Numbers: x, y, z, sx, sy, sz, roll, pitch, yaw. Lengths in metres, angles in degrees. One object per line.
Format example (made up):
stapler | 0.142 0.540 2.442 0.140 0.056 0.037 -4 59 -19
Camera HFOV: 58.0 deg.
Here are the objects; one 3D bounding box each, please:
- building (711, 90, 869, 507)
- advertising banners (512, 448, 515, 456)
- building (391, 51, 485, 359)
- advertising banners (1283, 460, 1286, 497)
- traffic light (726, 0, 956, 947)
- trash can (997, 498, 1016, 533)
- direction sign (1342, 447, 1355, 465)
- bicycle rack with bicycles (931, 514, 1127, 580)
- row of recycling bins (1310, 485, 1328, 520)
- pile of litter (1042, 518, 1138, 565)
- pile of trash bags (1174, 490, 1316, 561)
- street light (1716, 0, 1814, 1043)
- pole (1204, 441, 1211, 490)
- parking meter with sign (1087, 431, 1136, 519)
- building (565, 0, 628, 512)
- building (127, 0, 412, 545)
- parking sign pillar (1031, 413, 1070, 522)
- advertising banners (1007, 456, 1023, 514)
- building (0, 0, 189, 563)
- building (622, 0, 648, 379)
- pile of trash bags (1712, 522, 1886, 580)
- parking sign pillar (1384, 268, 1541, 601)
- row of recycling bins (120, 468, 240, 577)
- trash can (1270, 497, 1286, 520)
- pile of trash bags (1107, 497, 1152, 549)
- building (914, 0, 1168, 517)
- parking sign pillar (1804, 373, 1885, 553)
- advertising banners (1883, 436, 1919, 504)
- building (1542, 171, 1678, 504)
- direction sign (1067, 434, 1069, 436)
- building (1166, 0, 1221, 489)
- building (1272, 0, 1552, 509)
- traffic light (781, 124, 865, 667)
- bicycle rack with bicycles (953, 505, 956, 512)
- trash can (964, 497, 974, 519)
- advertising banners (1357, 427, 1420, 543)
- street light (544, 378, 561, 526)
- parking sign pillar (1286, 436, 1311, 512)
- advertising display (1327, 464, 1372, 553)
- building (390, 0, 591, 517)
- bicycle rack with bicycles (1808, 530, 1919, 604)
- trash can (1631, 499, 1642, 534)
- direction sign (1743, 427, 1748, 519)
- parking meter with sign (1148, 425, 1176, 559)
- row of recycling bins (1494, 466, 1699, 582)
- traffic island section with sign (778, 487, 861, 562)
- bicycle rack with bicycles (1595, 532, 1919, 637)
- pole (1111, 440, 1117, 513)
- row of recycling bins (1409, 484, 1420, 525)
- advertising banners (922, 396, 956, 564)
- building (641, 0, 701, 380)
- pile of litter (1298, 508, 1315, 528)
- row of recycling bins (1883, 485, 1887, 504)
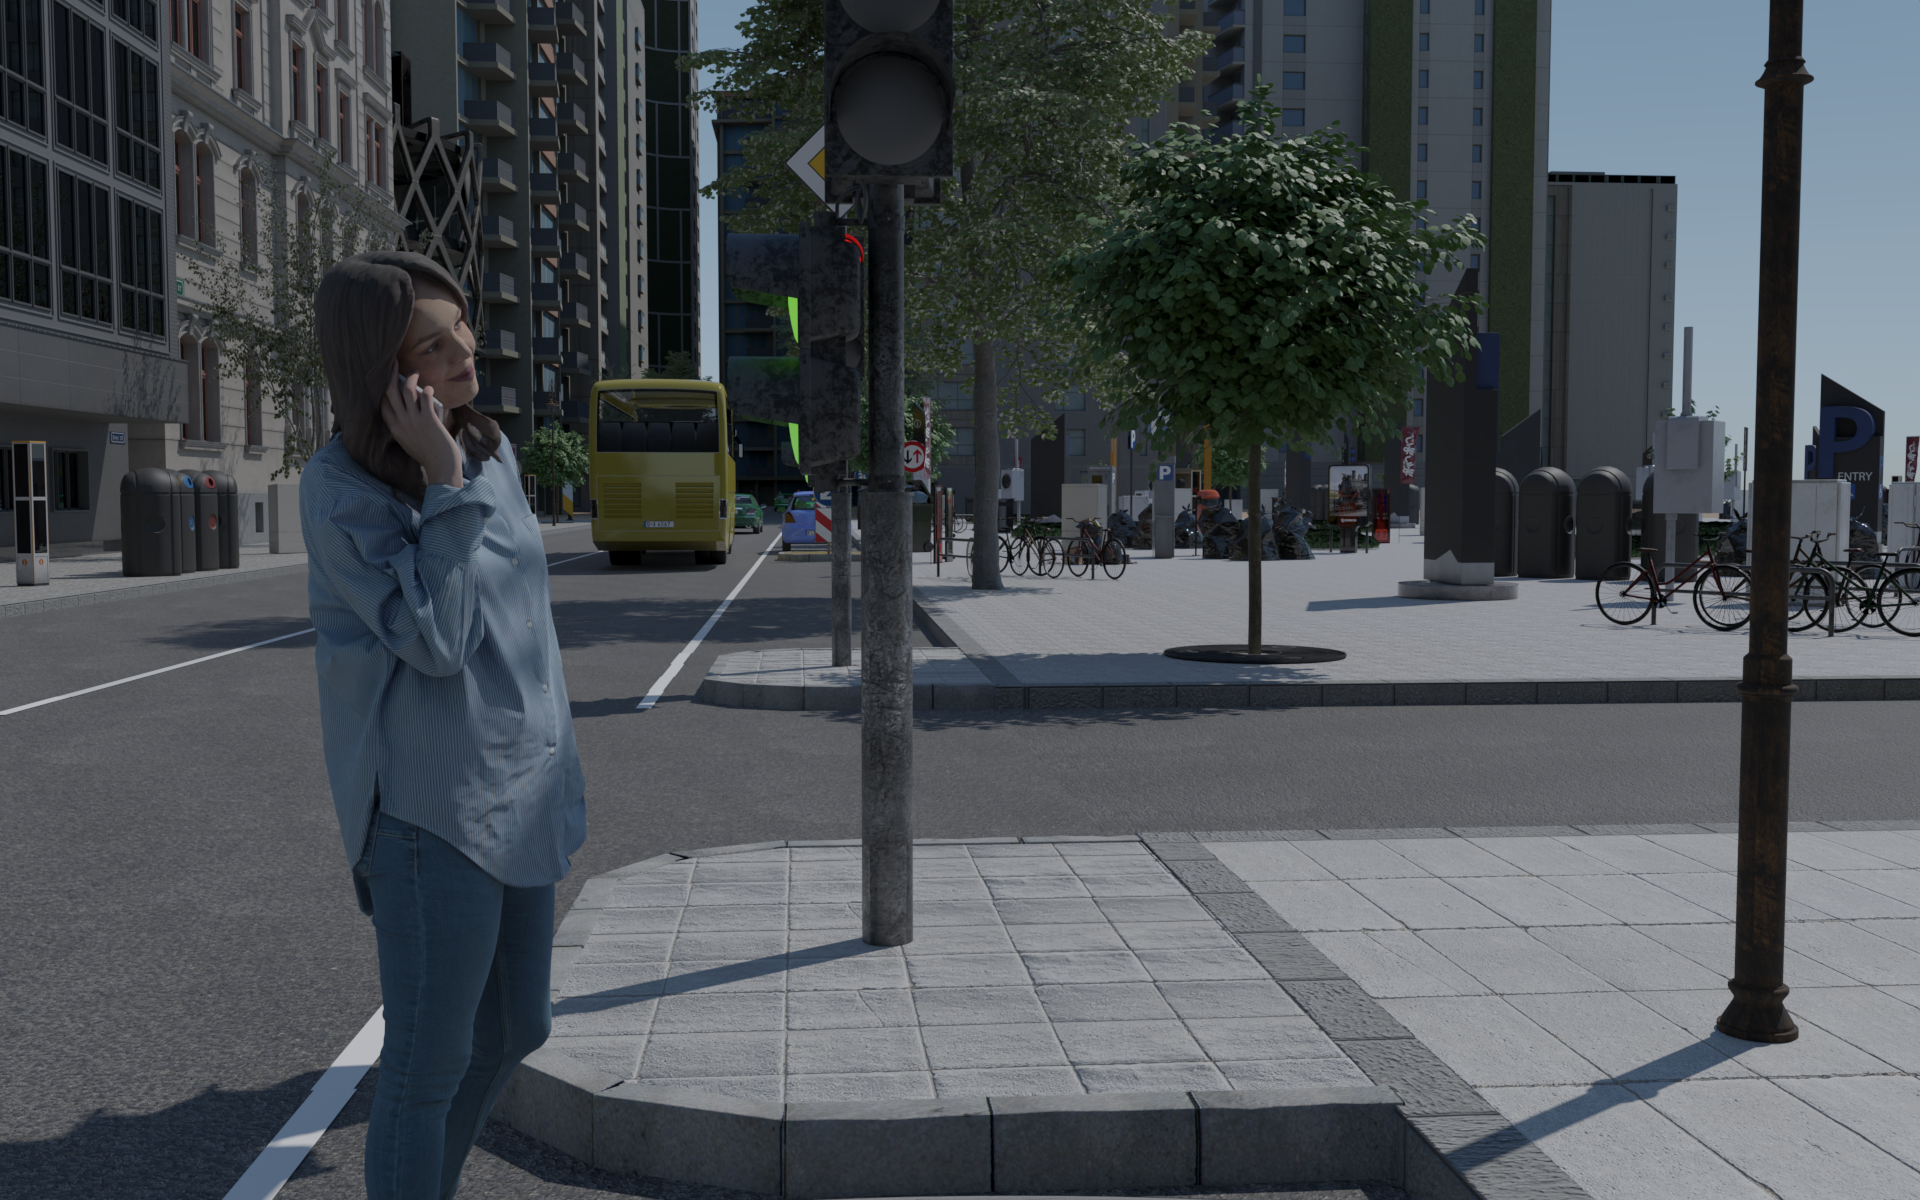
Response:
building | -12.933 -32.375 183.956 28.867 44.769 22.147 0 4 -5
advertising banners | -17.769 -4.239 65.493 2.074 3.025 0.090 1 4 9
building | -27.967 -12.336 69.153 16.820 18.784 16.811 0 4 -5
advertising banners | 15.104 -5.166 80.646 0.090 3.025 2.074 1 4 13
traffic light | -0.227 -0.975 4.865 0.839 4.253 0.868 0 4 -5
trash can | 1.469 -2.797 57.384 0.748 1.137 0.748 0 3 0
direction sign | 18.679 -5.589 83.377 0.876 3.537 0.379 -2 4 -33
bicycle rack with bicycles | 0.884 -0.805 26.552 2.852 0.926 2.925 -1 4 -23
row of recycling bins | 16.280 -4.195 75.708 1.069 1.692 3.534 -1 4 -17
pile of litter | 2.370 -1.093 31.831 1.719 0.858 1.176 1 4 19
pile of trash bags | 5.624 -1.534 34.834 1.912 1.369 3.447 -1 4 -20
street light | 1.902 -1.906 3.953 0.468 5.910 1.993 0 4 -5
pole | 6.259 -3.055 43.791 0.158 3.312 0.155 0 3 0
parking meter with sign | 3.792 -3.071 46.465 1.738 3.016 0.543 1 4 19
building | -31.304 -26.808 121.901 14.154 41.232 14.086 0 4 -5
building | -24.853 -15.976 48.595 14.401 28.519 23.554 0 4 -5
parking sign pillar | 3.022 -4.245 57.882 1.447 3.967 1.447 2 4 32
advertising banners | 2.131 -5.185 80.955 2.074 3.025 0.090 3 5 43
building | -22.693 -14.157 24.975 14.314 27.812 24.014 0 4 -5
building | -38.139 -31.977 146.530 21.600 48.544 21.300 0 4 -5
pile of trash bags | 13.598 -1.039 26.733 3.447 1.369 1.912 0 4 0
parking sign pillar | 6.180 -2.014 21.397 1.447 3.967 1.447 0 4 -5
row of recycling bins | -12.814 -1.305 28.449 1.069 1.692 3.534 0 4 -4
trash can | 14.452 -4.092 78.550 0.748 1.137 0.748 0 3 0
pile of trash bags | 4.009 -1.881 40.512 3.447 1.369 1.912 -2 4 -34
building | 4.178 -25.655 103.051 14.154 41.232 14.086 0 4 -5
parking sign pillar | 19.667 -3.048 38.300 1.447 3.967 1.447 3 5 39
advertising banners | 28.467 -3.470 52.922 0.090 3.025 2.074 -1 4 -14
building | 55.565 -23.686 158.966 14.107 30.474 14.160 0 4 -5
direction sign | 3.878 -4.441 64.613 0.379 3.537 0.876 2 4 29
building | 6.062 -28.746 124.615 22.147 44.769 28.867 0 4 -5
building | 34.761 -37.372 153.026 28.212 58.520 21.231 0 4 -5
traffic light | -0.902 -1.462 12.821 0.839 4.253 0.868 0 4 -5
bicycle rack with bicycles | -0.854 -2.675 57.112 2.925 0.926 2.852 -1 4 -21
trash can | 0.543 -4.229 80.790 0.748 1.137 0.748 0 3 0
advertising banners | 10.905 -2.981 44.921 2.074 3.025 0.090 0 4 -4
street light | -16.259 -5.896 69.182 0.468 5.910 1.993 0 4 -5
parking sign pillar | 12.400 -4.586 63.459 1.447 3.967 1.447 -1 4 -12
advertising display | 8.465 -1.986 37.679 0.974 1.923 0.123 3 4 39
building | -33.666 -27.245 100.081 22.147 44.769 28.867 0 4 -5
bicycle rack with bicycles | 12.709 -0.492 21.432 2.925 0.926 2.852 -3 4 -36
trash can | 17.811 -2.087 45.781 0.748 1.137 0.748 0 3 0
direction sign | 26.598 -4.079 58.697 0.379 3.537 0.876 2 4 31
parking meter with sign | 4.099 -2.373 35.065 0.543 3.016 1.738 0 4 3
row of recycling bins | 9.389 -1.174 26.301 3.534 1.692 1.069 3 5 40
traffic island section with sign | -2.957 -1.771 37.592 1.989 1.847 2.006 0 4 -5
bicycle rack with bicycles | 8.017 -0.194 16.559 2.852 0.926 2.925 -2 4 -34
pole | 5.543 -4.205 62.593 0.158 3.312 0.155 0 3 0
row of recycling bins | 19.166 -4.095 74.069 1.069 1.692 3.534 1 4 12
advertising banners | -0.398 -2.188 31.958 0.090 3.025 2.074 1 4 15
building | -38.172 -45.412 180.734 20.611 71.187 20.563 0 4 -5
pile of litter | 10.877 -2.414 53.436 1.176 0.858 1.719 0 4 4
row of recycling bins | 39.600 -4.179 75.444 1.069 1.692 3.534 -3 5 -40
